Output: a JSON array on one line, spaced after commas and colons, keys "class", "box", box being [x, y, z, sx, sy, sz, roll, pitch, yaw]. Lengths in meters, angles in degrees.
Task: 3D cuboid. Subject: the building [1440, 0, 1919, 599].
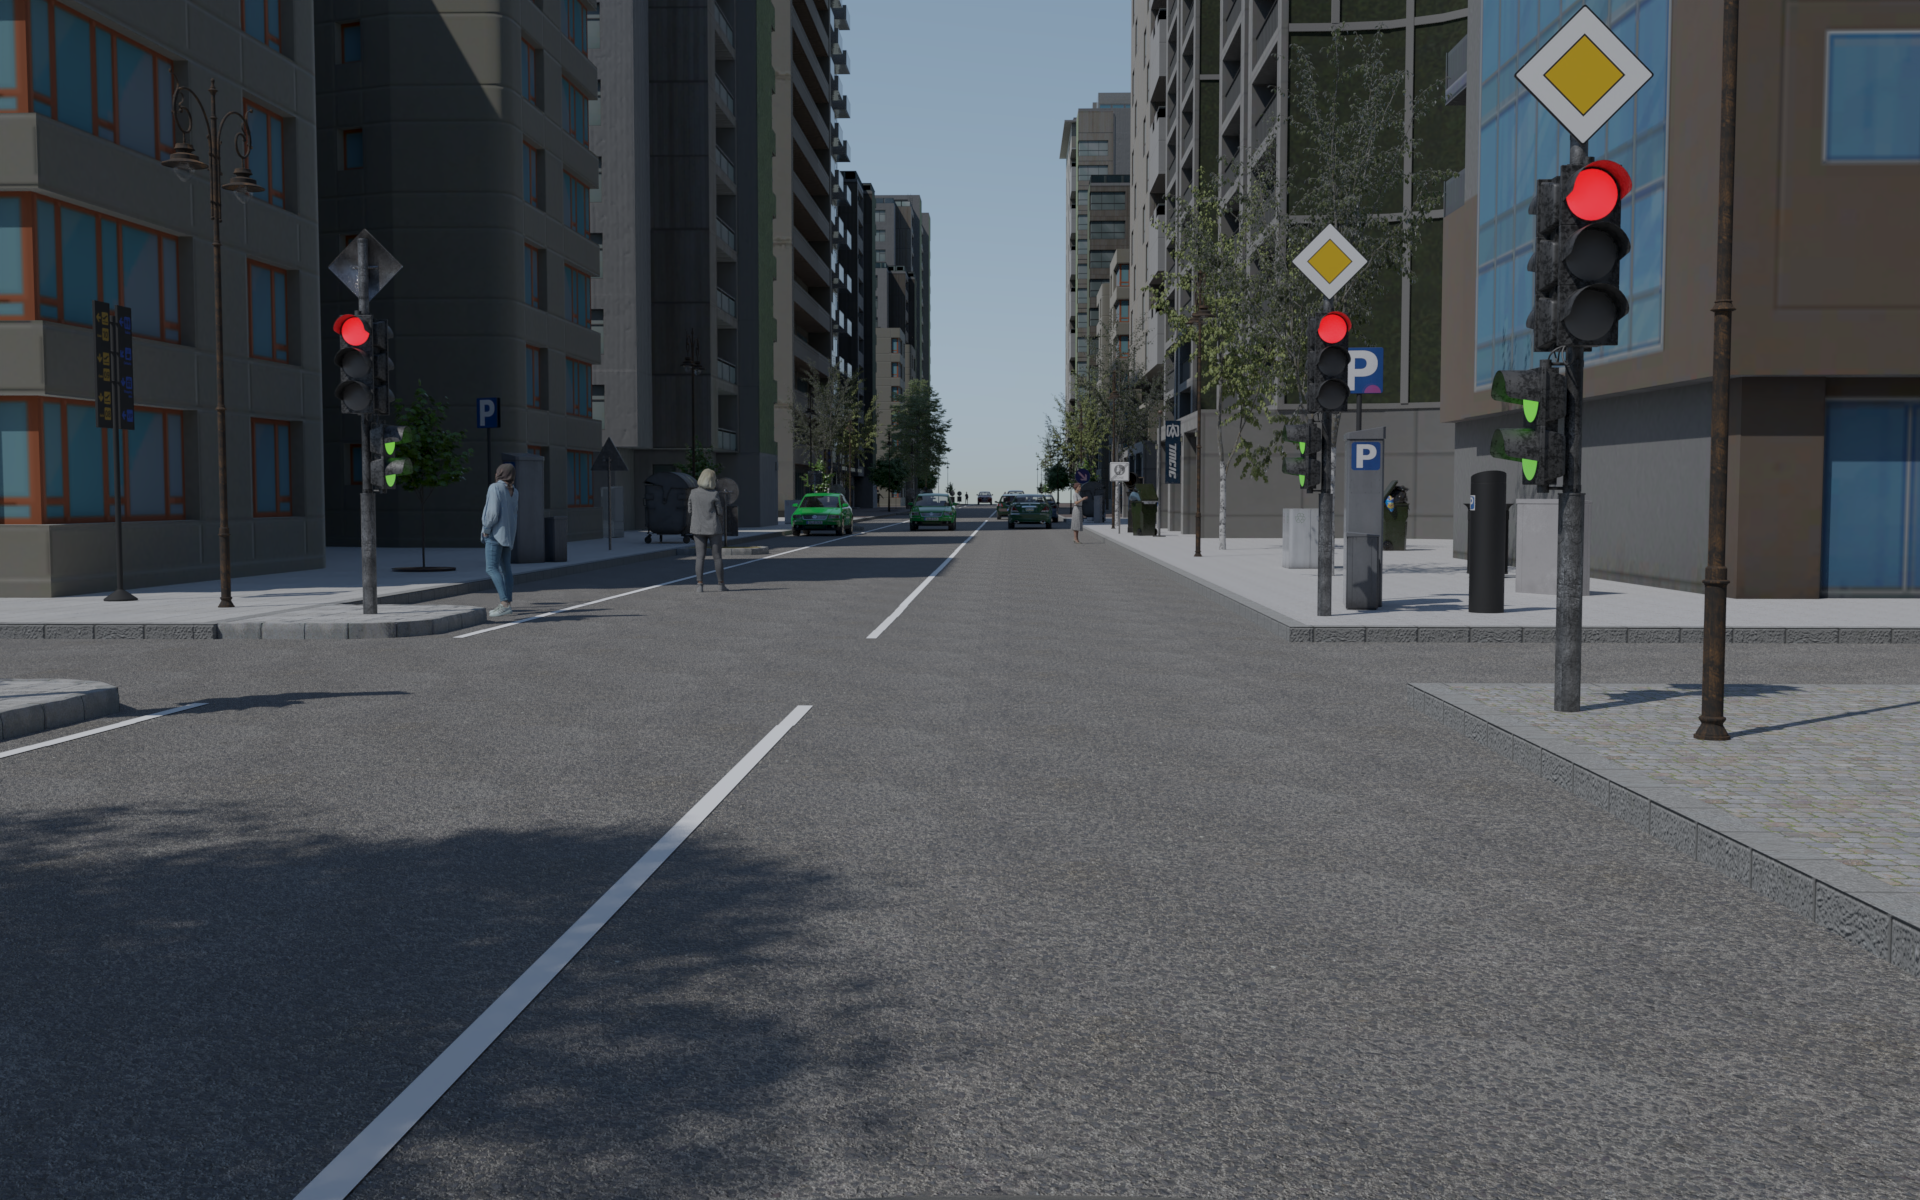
[{"class": "building", "box": [16.374, -22.996, 26.103, 14.200, 45.320, 14.600, 0, 4, 2]}]

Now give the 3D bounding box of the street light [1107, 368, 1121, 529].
[{"class": "street light", "box": [5.664, -5.568, 63.818, 0.468, 5.910, 1.993, 0, 4, 2]}]

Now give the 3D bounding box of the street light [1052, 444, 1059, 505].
[{"class": "street light", "box": [7.921, -10.249, 140.365, 0.468, 5.910, 1.993, 0, 4, 2]}]

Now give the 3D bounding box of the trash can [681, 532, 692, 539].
[{"class": "trash can", "box": [-7.768, -2.350, 50.078, 0.748, 1.137, 0.748, 0, 3, 0]}]

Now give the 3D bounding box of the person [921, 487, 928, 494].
[{"class": "person", "box": [-1.685, -4.528, 82.874, 0.623, 1.781, 0.721, -2, 4, -27]}]

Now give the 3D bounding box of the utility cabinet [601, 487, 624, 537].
[{"class": "utility cabinet", "box": [-10.243, -2.587, 50.972, 0.318, 1.500, 1.173, -2, 4, -30]}]

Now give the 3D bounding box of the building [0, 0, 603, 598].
[{"class": "building", "box": [-24.597, -11.652, 35.557, 27.650, 21.520, 28.899, 0, 4, 2]}]

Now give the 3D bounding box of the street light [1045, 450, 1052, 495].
[{"class": "street light", "box": [8.868, -12.021, 169.331, 0.468, 5.910, 1.993, 0, 4, 2]}]

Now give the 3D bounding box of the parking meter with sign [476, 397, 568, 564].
[{"class": "parking meter with sign", "box": [-8.062, -2.190, 32.074, 0.543, 3.016, 1.738, 2, 4, 34]}]

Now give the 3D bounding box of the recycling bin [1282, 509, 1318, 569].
[{"class": "recycling bin", "box": [6.007, -1.068, 30.013, 0.722, 1.027, 0.722, 0, 4, 0]}]

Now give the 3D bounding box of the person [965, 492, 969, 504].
[{"class": "person", "box": [0.965, -14.064, 238.983, 0.617, 1.759, 0.750, -1, 4, -16]}]

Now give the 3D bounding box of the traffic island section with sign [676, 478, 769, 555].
[{"class": "traffic island section with sign", "box": [-5.630, -2.007, 41.436, 1.989, 1.847, 2.006, 0, 4, 2]}]

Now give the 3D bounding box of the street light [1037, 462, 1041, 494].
[{"class": "street light", "box": [10.521, -15.349, 223.739, 0.468, 5.910, 1.993, 0, 4, 2]}]

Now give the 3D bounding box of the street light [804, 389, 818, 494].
[{"class": "street light", "box": [-6.588, -6.344, 76.509, 0.468, 5.910, 1.993, 0, 4, 2]}]

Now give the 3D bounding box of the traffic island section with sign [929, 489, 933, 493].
[{"class": "traffic island section with sign", "box": [-2.492, -8.344, 145.050, 1.989, 1.847, 2.006, 0, 4, 2]}]

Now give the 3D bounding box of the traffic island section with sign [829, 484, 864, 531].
[{"class": "traffic island section with sign", "box": [-4.825, -3.655, 68.380, 1.989, 1.847, 2.006, 0, 4, 2]}]

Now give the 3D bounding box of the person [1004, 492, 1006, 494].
[{"class": "person", "box": [5.752, -13.013, 221.925, 0.551, 1.740, 0.621, -2, 4, -26]}]

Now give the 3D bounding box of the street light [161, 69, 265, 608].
[{"class": "street light", "box": [-8.308, -2.853, 19.435, 0.468, 5.910, 1.993, 0, 4, 2]}]

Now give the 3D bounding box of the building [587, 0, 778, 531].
[{"class": "building", "box": [-14.777, -23.273, 64.109, 14.154, 41.232, 14.086, 0, 4, 2]}]

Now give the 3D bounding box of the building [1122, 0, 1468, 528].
[{"class": "building", "box": [18.683, -39.325, 81.209, 20.563, 71.187, 20.611, 0, 4, 2]}]

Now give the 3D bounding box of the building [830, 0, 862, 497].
[{"class": "building", "box": [-20.127, -31.323, 131.747, 23.786, 49.044, 30.456, 0, 4, 2]}]

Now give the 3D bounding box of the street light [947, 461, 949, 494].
[{"class": "street light", "box": [-1.660, -16.065, 235.442, 0.468, 5.910, 1.993, 0, 4, 2]}]

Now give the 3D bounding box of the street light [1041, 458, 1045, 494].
[{"class": "street light", "box": [9.652, -13.622, 195.508, 0.468, 5.910, 1.993, 0, 4, 2]}]

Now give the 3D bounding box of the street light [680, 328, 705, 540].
[{"class": "street light", "box": [-7.440, -4.621, 48.336, 0.468, 5.910, 1.993, 0, 4, 2]}]

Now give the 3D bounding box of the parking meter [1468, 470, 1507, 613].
[{"class": "parking meter", "box": [5.705, -0.631, 18.734, 0.372, 1.533, 0.369, 0, 3, 0]}]

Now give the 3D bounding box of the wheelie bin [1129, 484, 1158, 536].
[{"class": "wheelie bin", "box": [5.637, -2.775, 53.276, 0.980, 1.594, 0.693, -2, 4, -27]}]

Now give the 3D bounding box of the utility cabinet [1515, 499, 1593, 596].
[{"class": "utility cabinet", "box": [7.598, -0.674, 22.182, 0.306, 1.237, 1.020, -2, 4, -26]}]

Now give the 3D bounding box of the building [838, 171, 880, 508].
[{"class": "building", "box": [-14.973, -23.407, 154.408, 14.160, 30.474, 14.107, 0, 4, 2]}]

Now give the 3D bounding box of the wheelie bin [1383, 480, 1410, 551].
[{"class": "wheelie bin", "box": [9.843, -1.921, 39.317, 0.693, 1.594, 0.980, 0, 4, 4]}]

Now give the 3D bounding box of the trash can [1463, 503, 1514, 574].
[{"class": "trash can", "box": [8.095, -0.912, 26.560, 0.748, 1.137, 0.748, 0, 3, 0]}]

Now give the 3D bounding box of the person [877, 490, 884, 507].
[{"class": "person", "box": [-8.250, -10.117, 173.548, 1.348, 1.869, 0.705, -1, 4, -23]}]

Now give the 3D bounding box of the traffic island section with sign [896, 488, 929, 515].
[{"class": "traffic island section with sign", "box": [-3.321, -6.696, 118.108, 1.989, 1.847, 2.006, 0, 4, 2]}]

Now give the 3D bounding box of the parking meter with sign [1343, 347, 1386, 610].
[{"class": "parking meter with sign", "box": [4.614, -1.445, 19.884, 0.543, 3.016, 1.738, 1, 4, 10]}]

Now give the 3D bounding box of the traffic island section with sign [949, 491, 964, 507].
[{"class": "traffic island section with sign", "box": [-0.816, -11.739, 200.562, 1.989, 1.847, 2.006, 0, 4, 2]}]

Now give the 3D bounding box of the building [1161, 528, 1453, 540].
[{"class": "building", "box": [17.268, -37.558, 52.323, 20.563, 71.187, 20.611, 0, 4, 2]}]

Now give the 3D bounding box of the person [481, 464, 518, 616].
[{"class": "person", "box": [-5.431, -0.720, 20.539, 0.793, 1.790, 0.793, -1, 4, -16]}]

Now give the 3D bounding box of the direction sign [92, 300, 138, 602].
[{"class": "direction sign", "box": [-10.097, -1.757, 20.730, 0.379, 3.537, 0.876, 0, 4, 1]}]

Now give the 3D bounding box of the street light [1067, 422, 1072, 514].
[{"class": "street light", "box": [7.166, -8.496, 111.692, 0.468, 5.910, 1.993, 0, 4, 2]}]

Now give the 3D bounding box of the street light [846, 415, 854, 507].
[{"class": "street light", "box": [-6.040, -7.489, 95.235, 0.468, 5.910, 1.993, 0, 4, 2]}]

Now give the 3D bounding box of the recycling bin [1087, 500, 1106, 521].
[{"class": "recycling bin", "box": [6.509, -4.286, 82.636, 0.722, 1.027, 0.722, -1, 4, -15]}]

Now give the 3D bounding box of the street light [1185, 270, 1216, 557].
[{"class": "street light", "box": [4.874, -3.823, 35.293, 0.468, 5.910, 1.993, 0, 4, 2]}]

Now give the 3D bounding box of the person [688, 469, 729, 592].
[{"class": "person", "box": [-3.722, -1.027, 25.467, 0.537, 1.800, 0.526, 1, 4, 22]}]

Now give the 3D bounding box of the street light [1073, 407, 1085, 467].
[{"class": "street light", "box": [6.465, -7.319, 92.452, 0.468, 5.910, 1.993, 0, 4, 2]}]

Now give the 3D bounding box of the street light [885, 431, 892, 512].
[{"class": "street light", "box": [-5.073, -9.273, 124.395, 0.468, 5.910, 1.993, 0, 4, 2]}]

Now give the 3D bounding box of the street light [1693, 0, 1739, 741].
[{"class": "street light", "box": [3.944, -2.209, 8.906, 0.468, 5.910, 1.993, 0, 4, 2]}]

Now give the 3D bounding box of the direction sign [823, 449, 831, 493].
[{"class": "direction sign", "box": [-6.728, -5.847, 87.593, 0.379, 3.537, 0.876, 1, 4, 18]}]

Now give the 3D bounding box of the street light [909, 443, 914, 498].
[{"class": "street light", "box": [-4.216, -10.996, 152.567, 0.468, 5.910, 1.993, 0, 4, 2]}]

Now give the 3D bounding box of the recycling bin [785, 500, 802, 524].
[{"class": "recycling bin", "box": [-6.993, -3.747, 73.824, 0.722, 1.027, 0.722, 2, 4, 32]}]

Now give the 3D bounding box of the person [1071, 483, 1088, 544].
[{"class": "person", "box": [3.467, -2.503, 49.987, 0.524, 1.755, 0.480, 1, 4, 17]}]

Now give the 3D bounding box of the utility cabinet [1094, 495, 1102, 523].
[{"class": "utility cabinet", "box": [6.116, -4.014, 76.792, 0.306, 1.237, 1.020, 1, 4, 10]}]
